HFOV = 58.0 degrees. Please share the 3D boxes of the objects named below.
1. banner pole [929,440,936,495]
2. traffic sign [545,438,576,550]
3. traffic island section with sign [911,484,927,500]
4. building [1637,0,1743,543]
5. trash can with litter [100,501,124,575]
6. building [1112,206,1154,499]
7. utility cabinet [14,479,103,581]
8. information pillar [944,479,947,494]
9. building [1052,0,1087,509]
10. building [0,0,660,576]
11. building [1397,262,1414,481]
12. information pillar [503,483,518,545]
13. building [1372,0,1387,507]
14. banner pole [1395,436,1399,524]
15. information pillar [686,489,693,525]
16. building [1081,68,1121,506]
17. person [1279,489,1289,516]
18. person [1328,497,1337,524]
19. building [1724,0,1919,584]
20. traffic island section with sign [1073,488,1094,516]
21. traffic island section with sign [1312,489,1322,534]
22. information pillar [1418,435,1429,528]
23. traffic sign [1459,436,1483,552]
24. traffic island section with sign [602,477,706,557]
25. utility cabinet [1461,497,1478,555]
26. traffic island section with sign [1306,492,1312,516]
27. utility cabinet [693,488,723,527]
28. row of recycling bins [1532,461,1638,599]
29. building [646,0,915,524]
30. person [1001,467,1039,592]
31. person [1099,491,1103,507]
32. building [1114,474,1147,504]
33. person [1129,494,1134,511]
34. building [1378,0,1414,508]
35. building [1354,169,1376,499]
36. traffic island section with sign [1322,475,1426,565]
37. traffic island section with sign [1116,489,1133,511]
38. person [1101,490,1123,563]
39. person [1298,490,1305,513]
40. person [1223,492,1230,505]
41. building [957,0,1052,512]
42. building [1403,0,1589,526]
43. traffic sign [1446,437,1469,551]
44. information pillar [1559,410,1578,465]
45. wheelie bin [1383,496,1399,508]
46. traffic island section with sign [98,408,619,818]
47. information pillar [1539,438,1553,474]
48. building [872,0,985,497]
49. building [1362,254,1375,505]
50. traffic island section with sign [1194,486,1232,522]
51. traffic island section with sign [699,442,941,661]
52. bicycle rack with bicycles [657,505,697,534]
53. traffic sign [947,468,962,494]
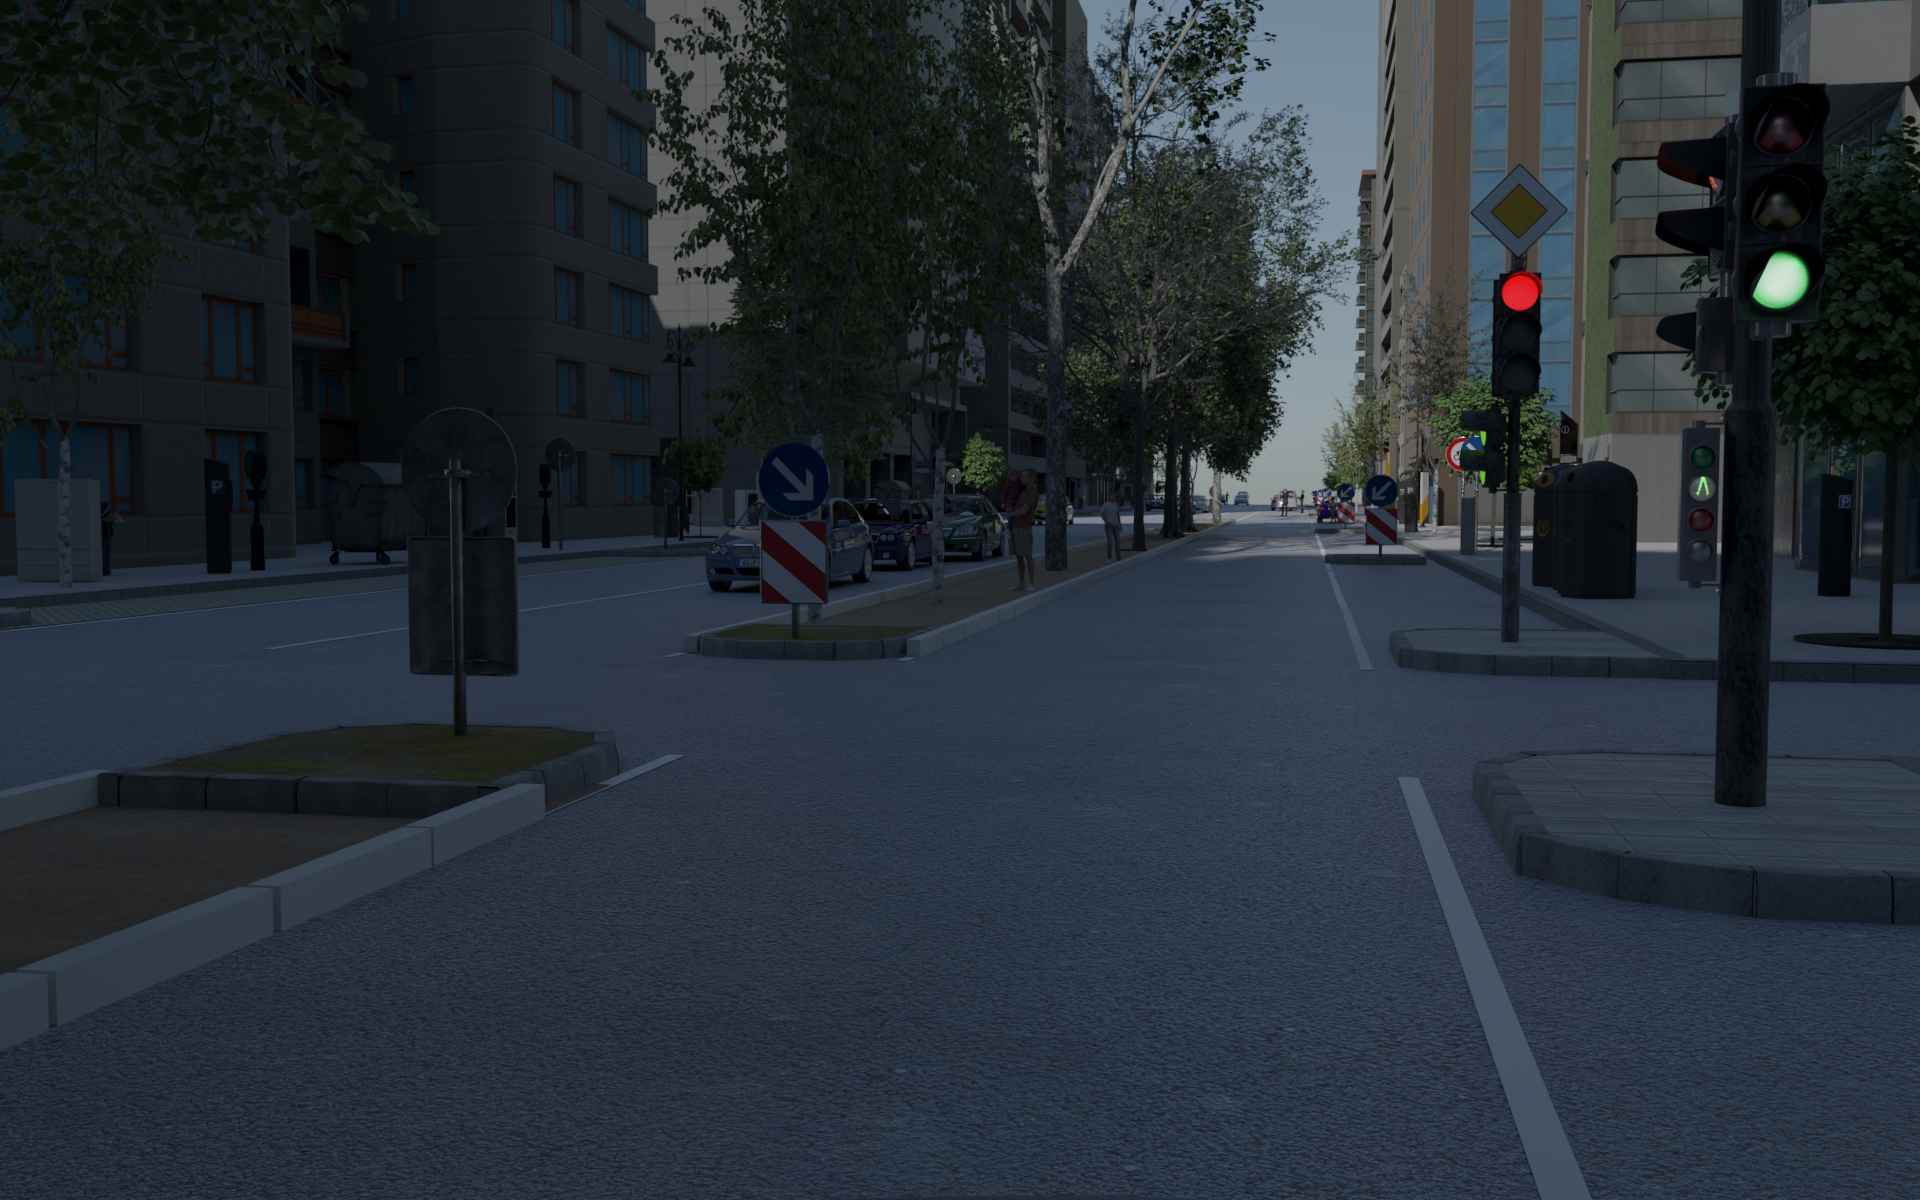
[{"bbox_3d":[-1.198,-5.507,80.061,0.863,3.779,0.401,3,5,42],"label":"banner pole"},{"bbox_3d":[-9.117,-2.408,39.485,0.768,2.556,0.104,1,4,14],"label":"traffic sign"},{"bbox_3d":[-1.645,-3.578,67.126,1.989,1.847,2.006,1,4,11],"label":"traffic island section with sign"},{"bbox_3d":[25.420,-17.041,50.326,14.160,30.474,14.107,1,4,11],"label":"building"},{"bbox_3d":[-13.551,-0.949,26.896,0.624,1.170,1.055,1,4,8],"label":"trash can with litter"},{"bbox_3d":[19.408,-34.026,239.912,14.154,41.232,14.086,1,4,11],"label":"building"},{"bbox_3d":[-13.146,-1.015,25.279,1.173,1.500,0.318,1,4,10],"label":"utility cabinet"},{"bbox_3d":[-0.823,-4.732,81.865,0.304,2.012,0.304,-3,4,-37],"label":"information pillar"},{"bbox_3d":[3.185,-30.541,149.463,14.600,45.320,14.200,1,4,11],"label":"building"},{"bbox_3d":[-25.818,-12.085,42.636,27.650,21.520,28.899,1,4,11],"label":"building"},{"bbox_3d":[45.735,-16.894,121.255,27.650,21.520,28.899,1,4,11],"label":"building"},{"bbox_3d":[-11.101,-2.339,42.734,0.304,2.012,0.304,-1,4,-23],"label":"information pillar"},{"bbox_3d":[55.241,-39.349,185.360,21.231,58.520,28.212,1,4,11],"label":"building"},{"bbox_3d":[18.850,-5.177,74.655,0.401,3.779,0.863,1,4,21],"label":"banner pole"},{"bbox_3d":[-11.132,-4.114,71.753,0.304,2.012,0.304,1,4,22],"label":"information pillar"},{"bbox_3d":[6.059,-35.167,194.596,23.786,49.044,30.456,1,4,11],"label":"building"},{"bbox_3d":[20.729,-6.242,111.009,0.568,1.767,0.683,3,5,44],"label":"person"},{"bbox_3d":[17.947,-4.323,83.454,0.475,1.303,0.640,-2,4,-33],"label":"person"},{"bbox_3d":[27.893,-24.807,25.210,30.456,49.044,23.786,1,4,11],"label":"building"},{"bbox_3d":[7.920,-6.552,115.755,1.989,1.847,2.006,1,4,11],"label":"traffic island section with sign"},{"bbox_3d":[13.980,-3.345,63.324,1.989,1.847,2.006,1,4,11],"label":"traffic island section with sign"},{"bbox_3d":[17.759,-4.578,66.212,0.183,3.616,0.504,3,5,44],"label":"information pillar"},{"bbox_3d":[11.384,-2.327,38.159,0.768,2.556,0.104,1,4,20],"label":"traffic sign"},{"bbox_3d":[-6.975,-1.923,40.062,1.989,1.847,2.006,1,4,11],"label":"traffic island section with sign"},{"bbox_3d":[10.877,-1.581,37.014,0.306,1.237,1.020,1,4,19],"label":"utility cabinet"},{"bbox_3d":[23.762,-6.381,112.956,1.989,1.847,2.006,1,4,11],"label":"traffic island section with sign"},{"bbox_3d":[-9.813,-3.594,67.446,1.173,1.500,0.318,2,4,24],"label":"utility cabinet"},{"bbox_3d":[8.213,-0.956,22.751,1.069,1.692,3.534,1,4,11],"label":"row of recycling bins"},{"bbox_3d":[-13.148,-39.444,83.163,20.563,71.187,20.611,1,4,11],"label":"building"},{"bbox_3d":[0.891,-1.039,25.459,0.580,1.828,0.573,1,4,11],"label":"person"},{"bbox_3d":[14.171,-10.051,173.761,0.530,1.710,0.541,1,4,11],"label":"person"},{"bbox_3d":[7.360,-32.442,222.304,32.217,40.220,23.993,1,4,11],"label":"building"},{"bbox_3d":[14.885,-8.408,149.234,1.065,1.426,0.557,1,4,10],"label":"person"},{"bbox_3d":[46.944,-31.937,145.877,21.300,48.544,21.600,1,4,11],"label":"building"},{"bbox_3d":[63.379,-35.042,227.566,22.147,44.769,28.867,1,4,11],"label":"building"},{"bbox_3d":[8.605,-1.673,35.978,1.989,1.847,2.006,1,4,11],"label":"traffic island section with sign"},{"bbox_3d":[13.199,-8.189,142.525,1.989,1.847,2.006,1,4,11],"label":"traffic island section with sign"},{"bbox_3d":[3.190,-1.519,35.929,0.523,1.515,0.503,2,4,34],"label":"person"},{"bbox_3d":[25.528,-7.359,129.637,0.721,1.723,1.217,0,4,-5],"label":"person"},{"bbox_3d":[34.404,-13.102,223.534,1.217,1.723,0.721,-3,4,-37],"label":"person"},{"bbox_3d":[-5.027,-31.136,132.767,21.300,48.544,21.600,1,4,11],"label":"building"},{"bbox_3d":[26.819,-25.903,73.621,14.600,45.320,14.200,1,4,11],"label":"building"},{"bbox_3d":[11.239,-2.360,38.699,0.768,2.556,0.104,1,4,20],"label":"traffic sign"},{"bbox_3d":[16.833,-3.463,47.976,0.504,3.616,0.183,2,4,27],"label":"information pillar"},{"bbox_3d":[19.624,-4.384,79.591,0.980,1.594,0.693,0,4,4],"label":"wheelie bin"},{"bbox_3d":[-2.781,-0.030,8.635,2.006,1.907,1.989,1,4,11],"label":"traffic island section with sign"},{"bbox_3d":[22.140,-4.536,65.526,0.504,3.616,0.183,0,4,-6],"label":"information pillar"},{"bbox_3d":[-13.510,-31.810,109.333,28.713,52.752,27.495,1,4,11],"label":"building"},{"bbox_3d":[55.600,-26.665,207.670,14.160,30.474,14.107,1,4,11],"label":"building"},{"bbox_3d":[13.168,-4.984,89.631,2.006,1.907,1.989,1,4,11],"label":"traffic island section with sign"},{"bbox_3d":[-1.341,-0.475,15.901,2.006,1.907,1.989,1,4,11],"label":"traffic island section with sign"},{"bbox_3d":[-9.879,-2.641,56.568,2.852,0.926,2.925,0,4,-6],"label":"bicycle rack with bicycles"},{"bbox_3d":[-0.297,-5.225,85.540,0.768,2.556,0.104,1,4,12],"label":"traffic sign"}]
